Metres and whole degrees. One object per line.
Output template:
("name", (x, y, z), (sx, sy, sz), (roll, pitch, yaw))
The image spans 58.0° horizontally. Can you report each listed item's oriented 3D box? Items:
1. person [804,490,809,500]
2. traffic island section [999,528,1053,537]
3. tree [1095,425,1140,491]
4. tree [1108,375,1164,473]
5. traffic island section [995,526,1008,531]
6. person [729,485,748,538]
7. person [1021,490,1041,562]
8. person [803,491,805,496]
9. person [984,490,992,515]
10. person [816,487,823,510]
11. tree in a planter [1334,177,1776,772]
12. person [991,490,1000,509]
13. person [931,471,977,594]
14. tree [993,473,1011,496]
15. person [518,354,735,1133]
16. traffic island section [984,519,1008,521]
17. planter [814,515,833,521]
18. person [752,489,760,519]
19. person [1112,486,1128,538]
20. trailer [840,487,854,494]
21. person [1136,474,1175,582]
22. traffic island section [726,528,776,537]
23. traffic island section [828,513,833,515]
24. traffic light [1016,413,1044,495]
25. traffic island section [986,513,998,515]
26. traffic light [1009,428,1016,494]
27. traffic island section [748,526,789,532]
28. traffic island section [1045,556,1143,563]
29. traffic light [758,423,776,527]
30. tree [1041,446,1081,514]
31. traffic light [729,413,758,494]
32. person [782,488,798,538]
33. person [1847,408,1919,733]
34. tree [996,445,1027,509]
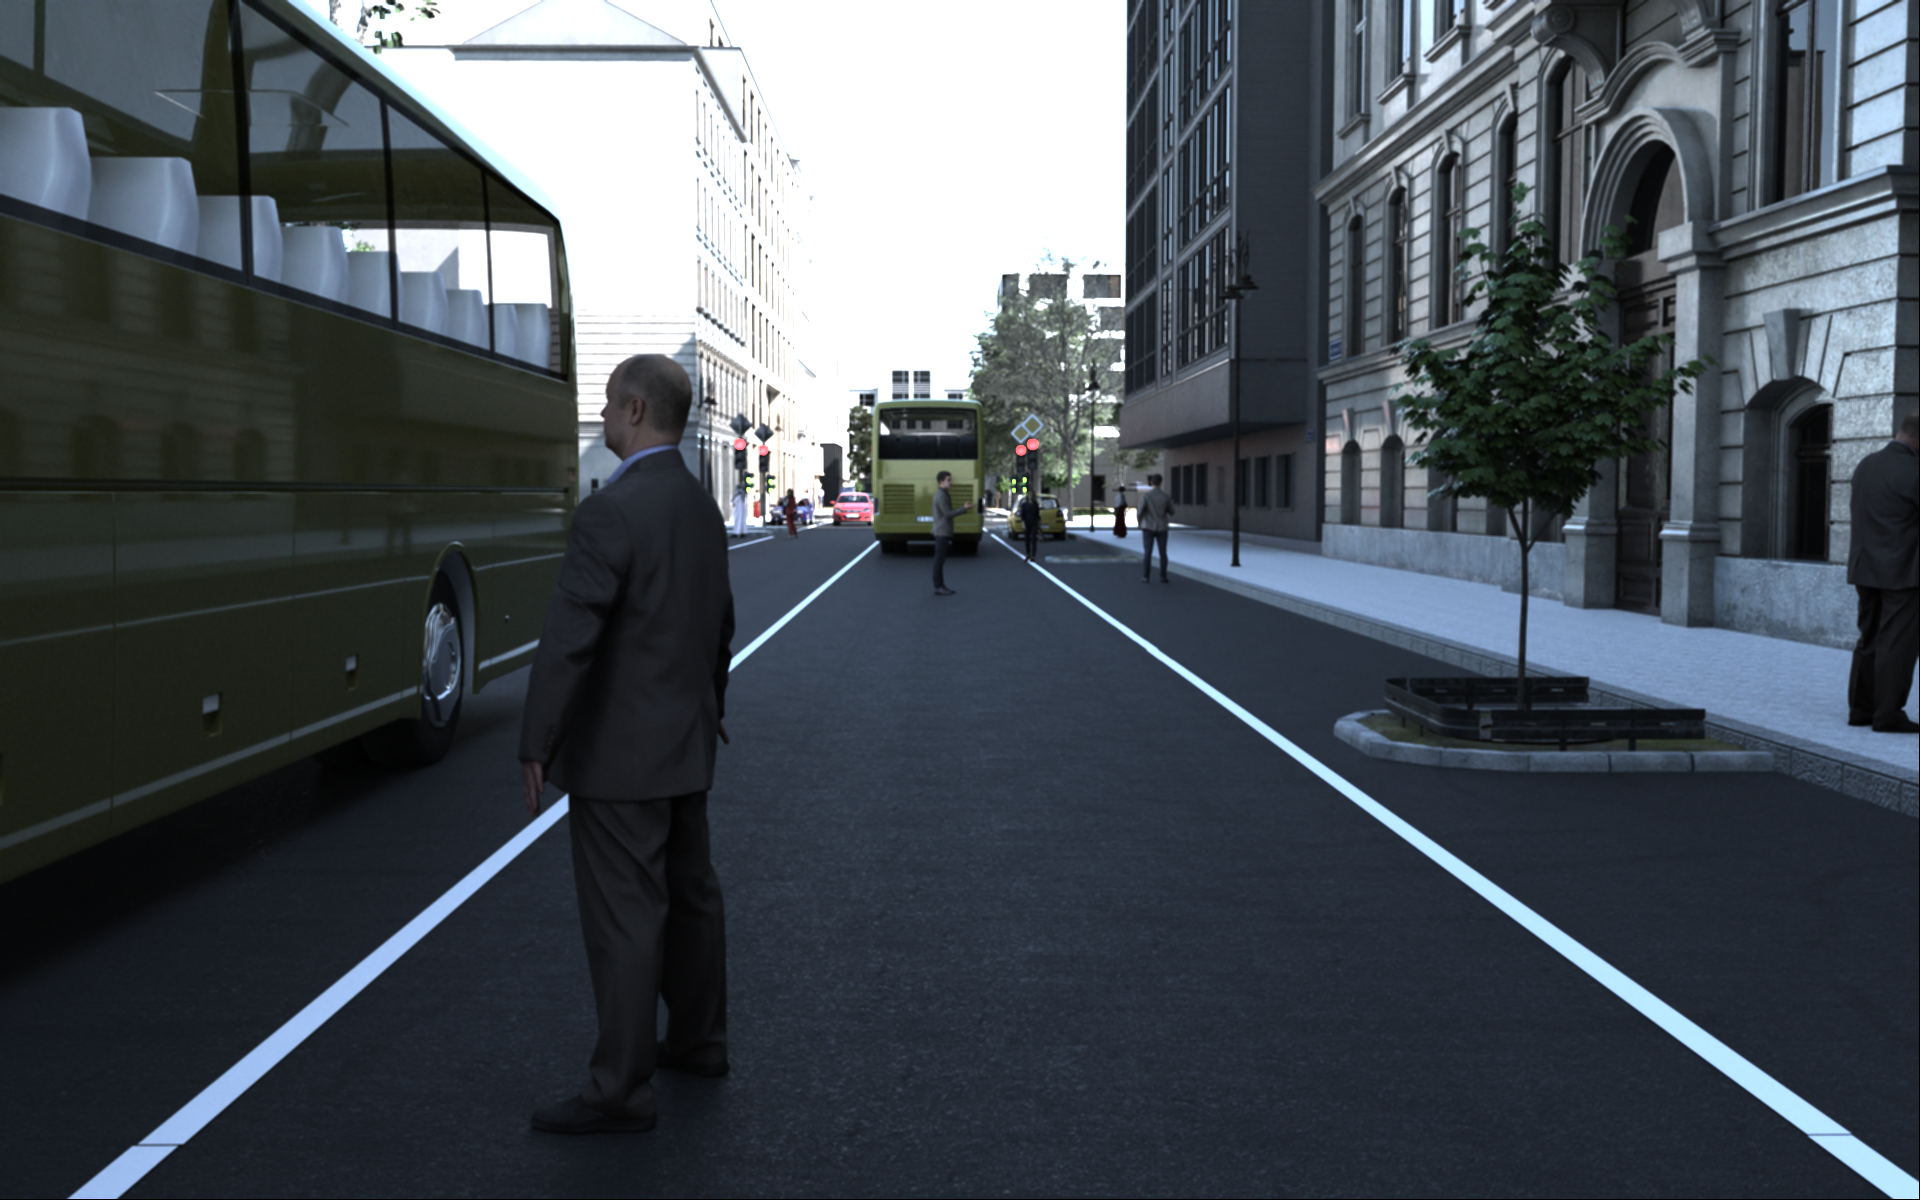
("person", (-10.023, -6.367, 112.609), (0.523, 1.526, 0.387), (-3, 4, -39))
("traffic island section", (2.503, -2.288, 59.688), (2.009, 0.180, 2.903), (0, 4, -1))
("tree", (13.102, -11.655, 140.922), (4.360, 8.622, 3.978), (0, 3, 0))
("tree", (14.412, -13.104, 121.672), (7.806, 13.903, 7.818), (0, 3, 0))
("traffic island section", (2.387, -2.776, 67.673), (2.009, 0.180, 2.903), (0, 4, -1))
("person", (-7.257, -2.922, 56.945), (0.621, 1.740, 0.551), (1, 4, 18))
("person", (1.470, -1.560, 36.551), (0.480, 1.512, 0.613), (-1, 4, -22))
("person", (-10.258, -6.424, 113.770), (0.600, 1.496, 0.574), (0, 4, 3))
("person", (1.576, -6.549, 116.494), (0.541, 1.710, 0.530), (3, 5, 44))
("person", (-11.514, -8.321, 141.956), (0.599, 1.838, 0.709), (2, 4, 31))
("tree in a planter", (3.220, -0.771, 9.833), (1.991, 3.239, 1.994), (0, 4, -1))
("person", (3.203, -8.957, 152.491), (0.705, 1.824, 1.348), (-2, 4, -34))
("person", (-0.083, -0.964, 24.799), (0.750, 1.759, 0.617), (1, 4, 12))
("tree", (3.537, -9.306, 146.754), (1.663, 3.219, 1.824), (0, 3, 0))
("person", (-0.789, 0.305, 4.065), (0.434, 1.755, 0.990), (1, 4, 19))
("traffic island section", (2.017, -4.296, 93.099), (1.991, 0.108, 1.994), (0, 4, -1))
("planter", (-7.683, -4.354, 92.325), (1.991, 0.319, 1.994), (0, 4, -1))
("person", (-10.411, -4.896, 88.559), (0.387, 1.526, 0.523), (0, 4, 7))
("person", (4.709, -2.591, 50.875), (0.387, 1.526, 0.523), (1, 4, 22))
("trailer", (-8.742, -7.730, 133.440), (1.471, 1.999, 3.904), (0, 4, -1))
("person", (3.191, -1.176, 28.259), (0.617, 1.759, 0.750), (0, 4, 8))
("traffic island section", (-7.537, -2.279, 59.548), (2.009, 0.180, 2.903), (0, 4, -1))
("traffic island section", (-8.083, -5.912, 119.524), (1.991, 0.108, 1.994), (0, 4, -1))
("traffic light", (2.463, -4.302, 59.575), (0.839, 4.213, 0.868), (0, 4, -1))
("traffic island section", (1.634, -5.943, 120.040), (1.991, 0.108, 1.994), (0, 4, -1))
("traffic light", (2.347, -4.790, 67.559), (0.839, 4.213, 0.868), (0, 4, -1))
("traffic island section", (-7.653, -2.768, 67.532), (2.009, 0.180, 2.903), (0, 4, -1))
("traffic island section", (2.829, -0.856, 36.869), (1.991, 0.108, 1.994), (0, 4, -1))
("traffic light", (-7.613, -4.780, 67.399), (0.839, 4.213, 0.868), (0, 4, -1))
("tree", (6.587, -8.000, 114.520), (4.285, 4.588, 4.351), (0, 3, 0))
("traffic light", (-7.497, -4.292, 59.415), (0.839, 4.213, 0.868), (0, 4, -1))
("person", (-5.560, -2.843, 56.684), (0.593, 1.614, 0.444), (-2, 4, -27))
("person", (5.124, -0.164, 9.404), (0.600, 1.739, 0.565), (-3, 4, -38))
("tree", (4.585, -12.246, 150.588), (4.360, 8.622, 3.978), (0, 3, 0))
